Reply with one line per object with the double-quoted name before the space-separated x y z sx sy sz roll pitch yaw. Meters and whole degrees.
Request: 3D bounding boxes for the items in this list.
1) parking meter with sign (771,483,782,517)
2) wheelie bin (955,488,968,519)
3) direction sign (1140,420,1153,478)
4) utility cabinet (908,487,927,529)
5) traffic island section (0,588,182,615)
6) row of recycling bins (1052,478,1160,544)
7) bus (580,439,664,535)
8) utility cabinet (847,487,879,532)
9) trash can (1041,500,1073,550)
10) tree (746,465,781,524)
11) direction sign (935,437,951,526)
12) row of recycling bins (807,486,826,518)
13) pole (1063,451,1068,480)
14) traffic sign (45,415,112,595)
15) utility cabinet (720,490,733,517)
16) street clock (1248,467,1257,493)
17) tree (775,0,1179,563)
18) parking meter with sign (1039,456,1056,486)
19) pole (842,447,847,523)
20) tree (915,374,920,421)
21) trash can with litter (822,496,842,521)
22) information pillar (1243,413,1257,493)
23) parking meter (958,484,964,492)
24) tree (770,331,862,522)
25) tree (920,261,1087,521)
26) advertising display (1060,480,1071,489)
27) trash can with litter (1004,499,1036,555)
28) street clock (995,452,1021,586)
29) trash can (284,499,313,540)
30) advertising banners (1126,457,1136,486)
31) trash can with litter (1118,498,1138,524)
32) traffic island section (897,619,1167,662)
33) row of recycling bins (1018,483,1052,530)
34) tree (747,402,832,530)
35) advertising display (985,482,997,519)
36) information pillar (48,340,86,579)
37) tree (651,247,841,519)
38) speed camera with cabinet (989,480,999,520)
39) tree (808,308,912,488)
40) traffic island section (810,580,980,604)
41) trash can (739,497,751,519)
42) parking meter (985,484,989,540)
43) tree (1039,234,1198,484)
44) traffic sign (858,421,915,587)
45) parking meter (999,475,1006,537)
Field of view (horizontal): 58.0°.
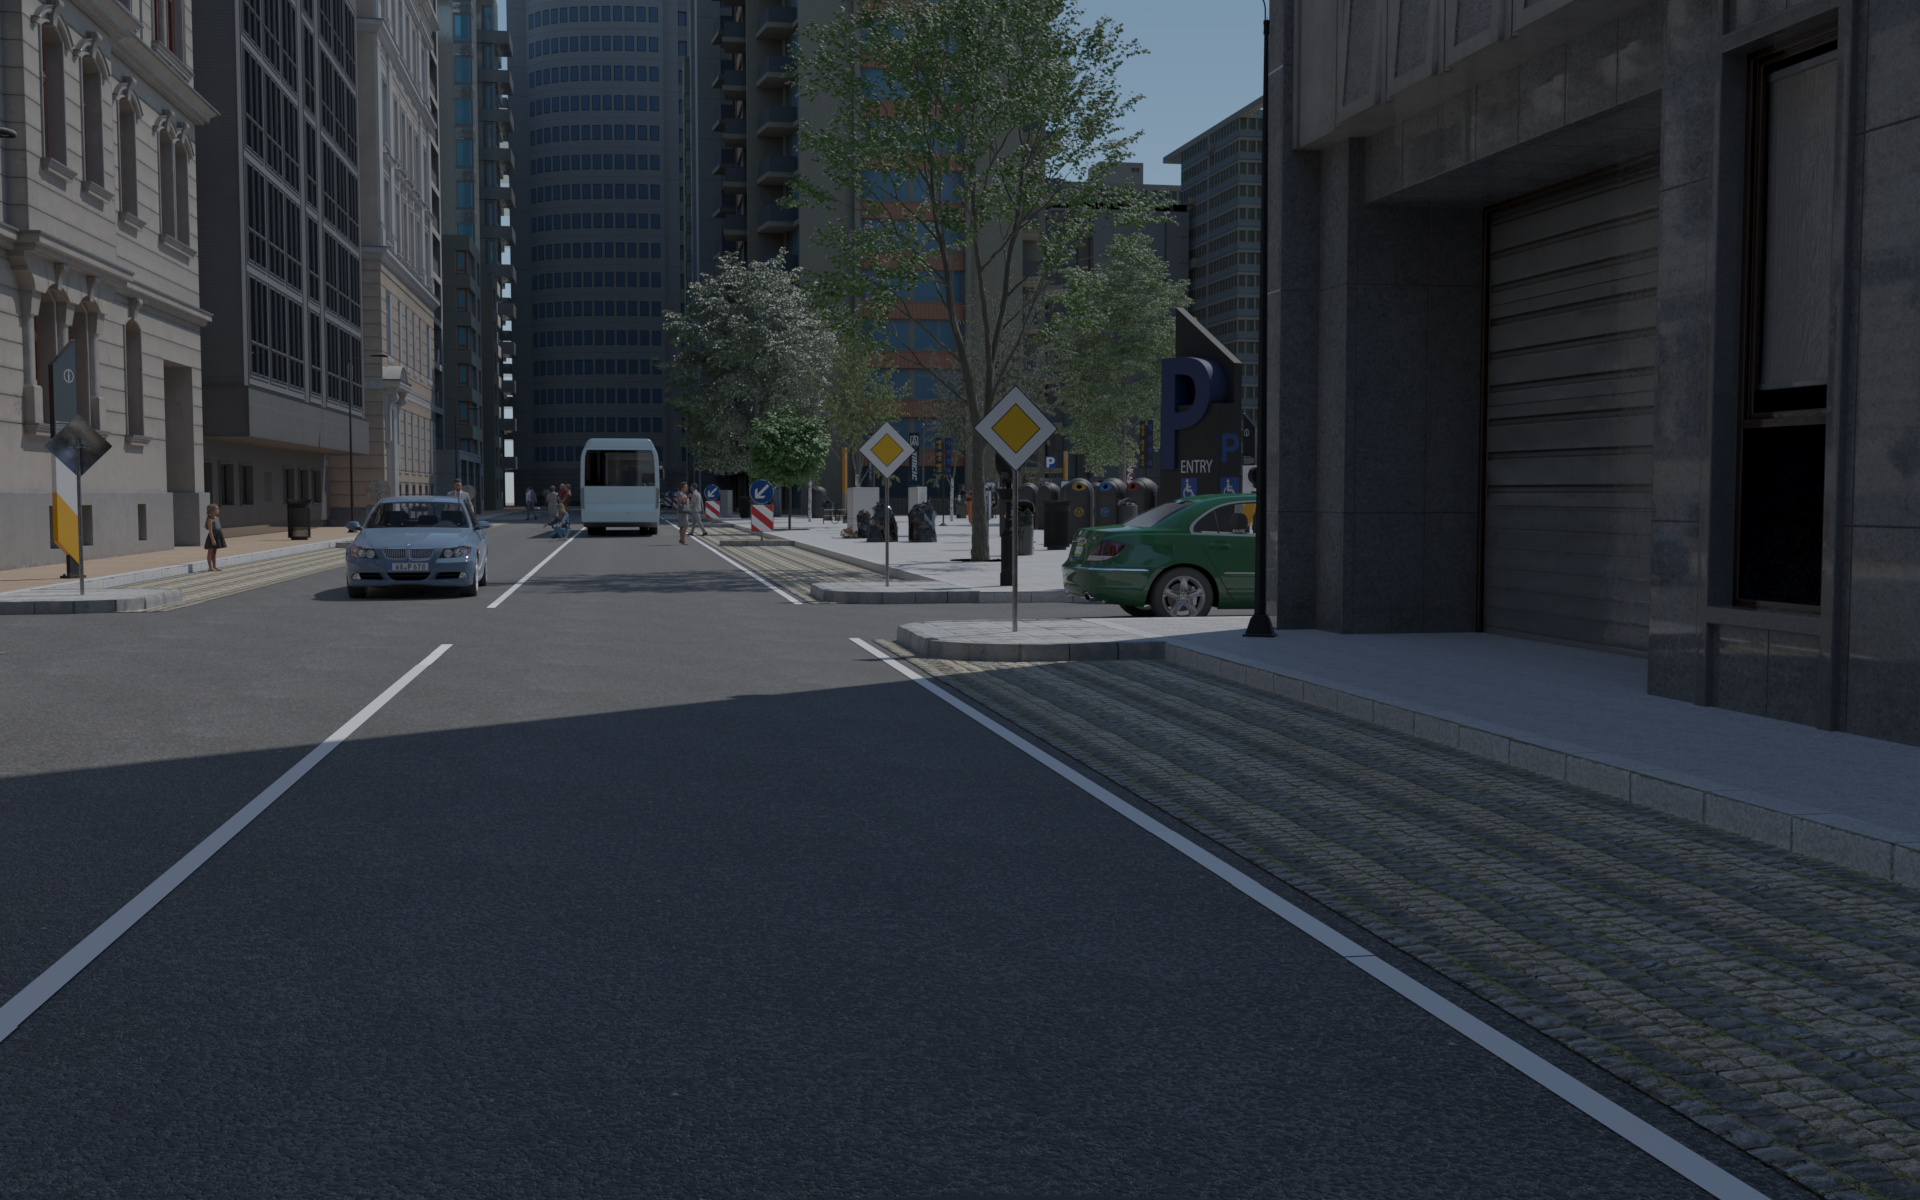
"parking meter with sign" -10.389 -6.231 98.144 0.543 3.016 1.738 0 4 3
"wheelie bin" 0.090 -5.072 90.836 0.693 1.594 0.980 0 4 -1
"direction sign" 5.731 -3.752 53.334 0.379 3.537 0.876 -1 4 -20
"utility cabinet" -1.295 -2.681 52.515 0.318 1.500 1.173 1 4 12
"traffic island section" -11.192 0.015 22.041 2.009 0.180 2.903 -1 4 -11
"row of recycling bins" 4.216 -2.268 44.193 3.534 1.692 1.069 2 4 34
"bus" -12.419 -4.230 64.017 2.948 3.499 13.247 -1 4 -10
"utility cabinet" -3.218 -2.983 57.446 0.318 1.500 1.173 3 5 44
"trash can" 2.230 -1.727 39.890 0.748 1.137 0.748 0 3 0
"tree" -8.379 -4.879 74.379 1.663 3.219 1.824 0 3 0
"direction sign" -0.669 -4.731 69.342 0.379 3.537 0.876 3 5 44
"row of recycling bins" -7.697 -5.244 92.846 1.069 1.692 3.534 0 4 -6
"pole" 5.023 -5.415 82.375 0.158 3.312 0.155 0 3 0
"traffic sign" -11.170 -1.122 21.983 0.795 2.450 0.064 -1 4 -11
"utility cabinet" -12.753 -5.258 94.654 0.318 1.500 1.173 -2 4 -26
"street clock" 7.826 -2.508 45.579 0.471 2.002 0.358 -1 4 -20
"tree" 0.382 -6.545 32.763 9.928 11.665 9.643 0 3 0
"parking meter with sign" 4.018 -5.184 81.020 0.543 3.016 1.738 -1 4 -11
"pole" -5.033 -5.006 75.684 0.158 3.312 0.155 0 3 0
"tree" -0.284 -8.041 81.830 4.360 8.622 3.978 0 3 0
"trash can with litter" -6.094 -4.383 83.043 1.055 1.170 0.624 1 4 14
"information pillar" 8.391 -3.601 50.235 0.183 3.616 0.504 -3 4 -36
"parking meter" 0.079 -5.731 99.420 0.255 1.863 0.399 1 4 16
"tree" -6.688 -7.898 79.503 4.360 8.622 3.978 0 3 0
"tree" 1.720 -6.447 55.774 4.360 8.622 3.978 0 3 0
"advertising display" 5.177 -4.633 80.963 0.974 1.923 0.123 1 4 13
"trash can with litter" 1.284 -1.534 36.464 0.624 1.170 1.055 0 4 7
"street clock" 0.679 -1.200 24.192 0.358 2.002 0.471 1 4 23
"trash can" -18.445 -2.243 48.327 0.748 1.137 0.748 0 3 0
"advertising banners" 7.334 -5.263 82.239 2.074 3.025 0.090 1 4 13
"trash can with litter" 2.653 -1.184 30.420 1.678 1.210 2.233 3 4 38
"traffic island section" 0.531 0.374 16.168 2.009 0.180 2.903 -1 4 -11
"row of recycling bins" 3.649 -3.376 62.316 3.534 1.692 1.069 2 4 30
"tree" -6.108 -4.766 61.637 4.285 4.588 4.351 0 3 0
"advertising display" 1.635 -5.218 90.533 0.123 1.923 0.974 -2 4 -31
"information pillar" -13.539 -2.132 26.213 0.183 3.616 0.504 1 4 13
"tree" -10.588 -11.138 88.758 9.857 13.997 8.962 0 3 0
"speed camera with cabinet" 1.570 -5.650 86.711 2.038 3.252 0.660 0 4 -4
"tree" -3.972 -7.201 68.092 4.737 8.622 4.395 0 3 0
"traffic island section" -0.989 -0.106 24.007 2.009 0.180 2.903 -1 4 -11
"trash can" -11.208 -4.822 90.489 0.748 1.137 0.748 0 3 0
"parking meter" 0.481 -1.925 39.881 0.372 1.533 0.369 0 3 0
"tree" 7.259 -9.626 75.511 7.486 12.596 7.792 0 3 0
"traffic sign" -1.011 -1.241 23.926 0.795 2.450 0.064 -1 4 -11
"parking meter" 1.359 -2.827 51.938 0.255 1.863 0.399 -1 4 -21
